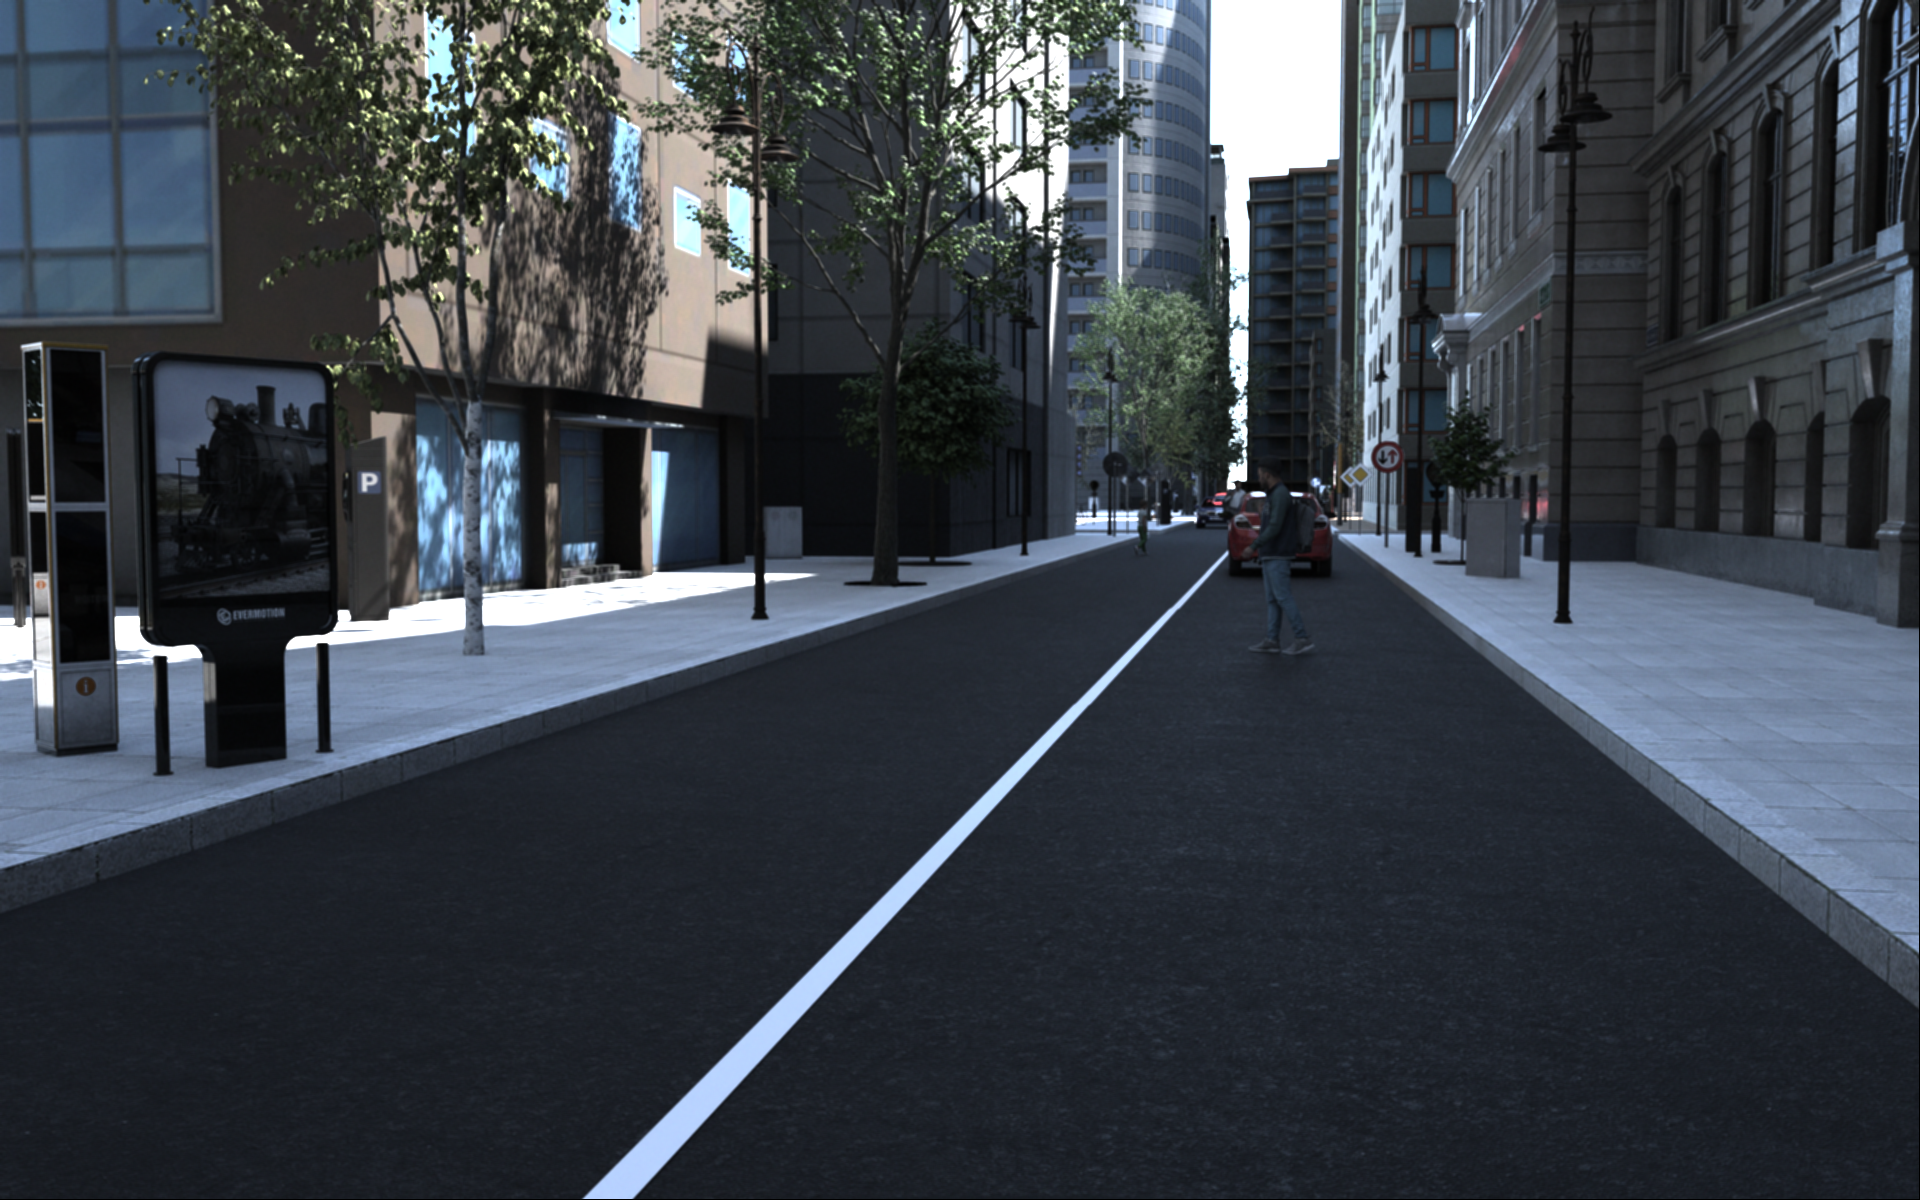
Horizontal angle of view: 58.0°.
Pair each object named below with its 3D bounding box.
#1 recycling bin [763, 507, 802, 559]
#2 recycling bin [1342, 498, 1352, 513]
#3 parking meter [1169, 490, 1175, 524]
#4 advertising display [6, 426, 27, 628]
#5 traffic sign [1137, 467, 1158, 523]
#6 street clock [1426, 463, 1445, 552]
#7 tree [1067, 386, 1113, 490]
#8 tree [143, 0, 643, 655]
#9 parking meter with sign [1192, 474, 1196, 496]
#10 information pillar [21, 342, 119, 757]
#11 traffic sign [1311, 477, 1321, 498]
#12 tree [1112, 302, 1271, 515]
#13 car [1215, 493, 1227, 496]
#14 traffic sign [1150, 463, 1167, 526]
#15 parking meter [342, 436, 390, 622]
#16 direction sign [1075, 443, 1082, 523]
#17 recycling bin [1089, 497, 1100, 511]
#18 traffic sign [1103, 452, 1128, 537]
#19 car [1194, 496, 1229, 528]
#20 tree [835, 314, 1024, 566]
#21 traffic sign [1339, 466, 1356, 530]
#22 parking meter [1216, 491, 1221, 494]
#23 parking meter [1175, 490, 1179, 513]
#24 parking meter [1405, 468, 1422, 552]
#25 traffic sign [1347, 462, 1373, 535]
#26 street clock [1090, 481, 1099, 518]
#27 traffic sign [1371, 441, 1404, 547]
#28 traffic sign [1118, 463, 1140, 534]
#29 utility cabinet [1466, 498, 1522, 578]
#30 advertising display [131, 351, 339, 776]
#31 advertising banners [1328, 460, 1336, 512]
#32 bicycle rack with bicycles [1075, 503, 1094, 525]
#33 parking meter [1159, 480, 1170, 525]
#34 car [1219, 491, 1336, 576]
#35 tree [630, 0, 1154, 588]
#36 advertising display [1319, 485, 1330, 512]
[{"bbox_3d":[-3.542,-1.337,34.412,0.722,1.027,0.722,-1,4,-15],"label":"recycling bin"},{"bbox_3d":[25.706,-6.305,115.648,0.722,1.027,0.722,0,4,-2],"label":"recycling bin"},{"bbox_3d":[8.817,-4.005,73.893,0.372,1.533,0.369,0,3,0],"label":"parking meter"},{"bbox_3d":[-9.196,-0.714,16.893,0.123,1.923,0.974,-2,4,-28],"label":"advertising display"},{"bbox_3d":[6.832,-3.646,63.258,0.795,2.450,0.064,1,4,11],"label":"traffic sign"},{"bbox_3d":[10.514,-2.056,38.188,0.471,2.002,0.358,1,4,22],"label":"street clock"},{"bbox_3d":[7.706,-10.062,114.882,4.360,8.622,3.978,0,3,0],"label":"tree"},{"bbox_3d":[-4.074,-3.875,13.722,4.737,8.622,4.395,0,3,0],"label":"tree"},{"bbox_3d":[18.551,-8.551,136.077,0.543,3.016,1.738,1,4,14],"label":"parking meter with sign"},{"bbox_3d":[-4.407,-0.250,8.586,0.304,2.012,0.304,3,5,44],"label":"information pillar"},{"bbox_3d":[27.185,-8.084,132.286,0.768,2.556,0.104,1,4,11],"label":"traffic sign"},{"bbox_3d":[13.720,-11.418,103.698,9.611,12.733,9.660,0,3,0],"label":"tree"},{"bbox_3d":[13.865,-4.930,89.641,2.155,1.783,4.494,1,4,11],"label":"car"},{"bbox_3d":[7.985,-4.271,69.939,0.768,2.556,0.104,1,4,11],"label":"traffic sign"},{"bbox_3d":[-5.988,-0.718,17.454,0.399,1.863,0.255,-2,4,-31],"label":"parking meter"},{"bbox_3d":[5.200,-5.246,77.777,0.379,3.537,0.876,-2,4,-30],"label":"direction sign"},{"bbox_3d":[10.266,-7.325,132.315,0.722,1.027,0.722,1,4,19],"label":"recycling bin"},{"bbox_3d":[4.653,-3.181,52.123,0.768,2.556,0.104,1,4,20],"label":"traffic sign"},{"bbox_3d":[10.944,-3.721,73.419,1.945,1.354,3.894,1,4,11],"label":"car"},{"bbox_3d":[-0.424,-2.914,31.366,4.285,4.588,4.351,0,3,0],"label":"tree"},{"bbox_3d":[13.950,-3.564,61.913,0.795,2.450,0.064,1,4,11],"label":"traffic sign"},{"bbox_3d":[19.915,-7.658,133.625,0.372,1.533,0.369,0,3,0],"label":"parking meter"},{"bbox_3d":[14.814,-6.759,118.916,0.372,1.533,0.369,0,3,0],"label":"parking meter"},{"bbox_3d":[10.061,-1.999,38.389,0.255,1.863,0.399,2,4,31],"label":"parking meter"},{"bbox_3d":[12.485,-3.084,54.063,0.795,2.450,0.064,1,4,11],"label":"traffic sign"},{"bbox_3d":[7.171,-5.374,92.439,0.471,2.002,0.358,2,4,25],"label":"street clock"},{"bbox_3d":[10.263,-2.538,41.609,0.768,2.556,0.104,1,4,15],"label":"traffic sign"},{"bbox_3d":[5.367,-3.166,55.408,0.795,2.450,0.064,1,4,11],"label":"traffic sign"},{"bbox_3d":[8.265,-0.959,26.844,0.306,1.237,1.020,-1,4,-19],"label":"utility cabinet"},{"bbox_3d":[-3.406,-0.183,8.212,0.123,1.923,0.974,2,4,34],"label":"advertising display"},{"bbox_3d":[19.175,-5.693,89.267,0.090,3.025,2.074,1,4,21],"label":"advertising banners"},{"bbox_3d":[4.237,-3.610,72.413,2.852,0.926,2.925,2,4,30],"label":"bicycle rack with bicycles"},{"bbox_3d":[8.539,-4.074,72.314,0.399,1.863,0.255,-1,4,-17],"label":"parking meter"},{"bbox_3d":[5.828,-1.389,31.749,2.155,1.783,4.494,1,4,9],"label":"car"},{"bbox_3d":[-0.910,-6.003,23.901,9.928,11.665,9.643,0,3,0],"label":"tree"},{"bbox_3d":[25.843,-7.172,122.471,0.974,1.923,0.123,3,5,45],"label":"advertising display"}]
